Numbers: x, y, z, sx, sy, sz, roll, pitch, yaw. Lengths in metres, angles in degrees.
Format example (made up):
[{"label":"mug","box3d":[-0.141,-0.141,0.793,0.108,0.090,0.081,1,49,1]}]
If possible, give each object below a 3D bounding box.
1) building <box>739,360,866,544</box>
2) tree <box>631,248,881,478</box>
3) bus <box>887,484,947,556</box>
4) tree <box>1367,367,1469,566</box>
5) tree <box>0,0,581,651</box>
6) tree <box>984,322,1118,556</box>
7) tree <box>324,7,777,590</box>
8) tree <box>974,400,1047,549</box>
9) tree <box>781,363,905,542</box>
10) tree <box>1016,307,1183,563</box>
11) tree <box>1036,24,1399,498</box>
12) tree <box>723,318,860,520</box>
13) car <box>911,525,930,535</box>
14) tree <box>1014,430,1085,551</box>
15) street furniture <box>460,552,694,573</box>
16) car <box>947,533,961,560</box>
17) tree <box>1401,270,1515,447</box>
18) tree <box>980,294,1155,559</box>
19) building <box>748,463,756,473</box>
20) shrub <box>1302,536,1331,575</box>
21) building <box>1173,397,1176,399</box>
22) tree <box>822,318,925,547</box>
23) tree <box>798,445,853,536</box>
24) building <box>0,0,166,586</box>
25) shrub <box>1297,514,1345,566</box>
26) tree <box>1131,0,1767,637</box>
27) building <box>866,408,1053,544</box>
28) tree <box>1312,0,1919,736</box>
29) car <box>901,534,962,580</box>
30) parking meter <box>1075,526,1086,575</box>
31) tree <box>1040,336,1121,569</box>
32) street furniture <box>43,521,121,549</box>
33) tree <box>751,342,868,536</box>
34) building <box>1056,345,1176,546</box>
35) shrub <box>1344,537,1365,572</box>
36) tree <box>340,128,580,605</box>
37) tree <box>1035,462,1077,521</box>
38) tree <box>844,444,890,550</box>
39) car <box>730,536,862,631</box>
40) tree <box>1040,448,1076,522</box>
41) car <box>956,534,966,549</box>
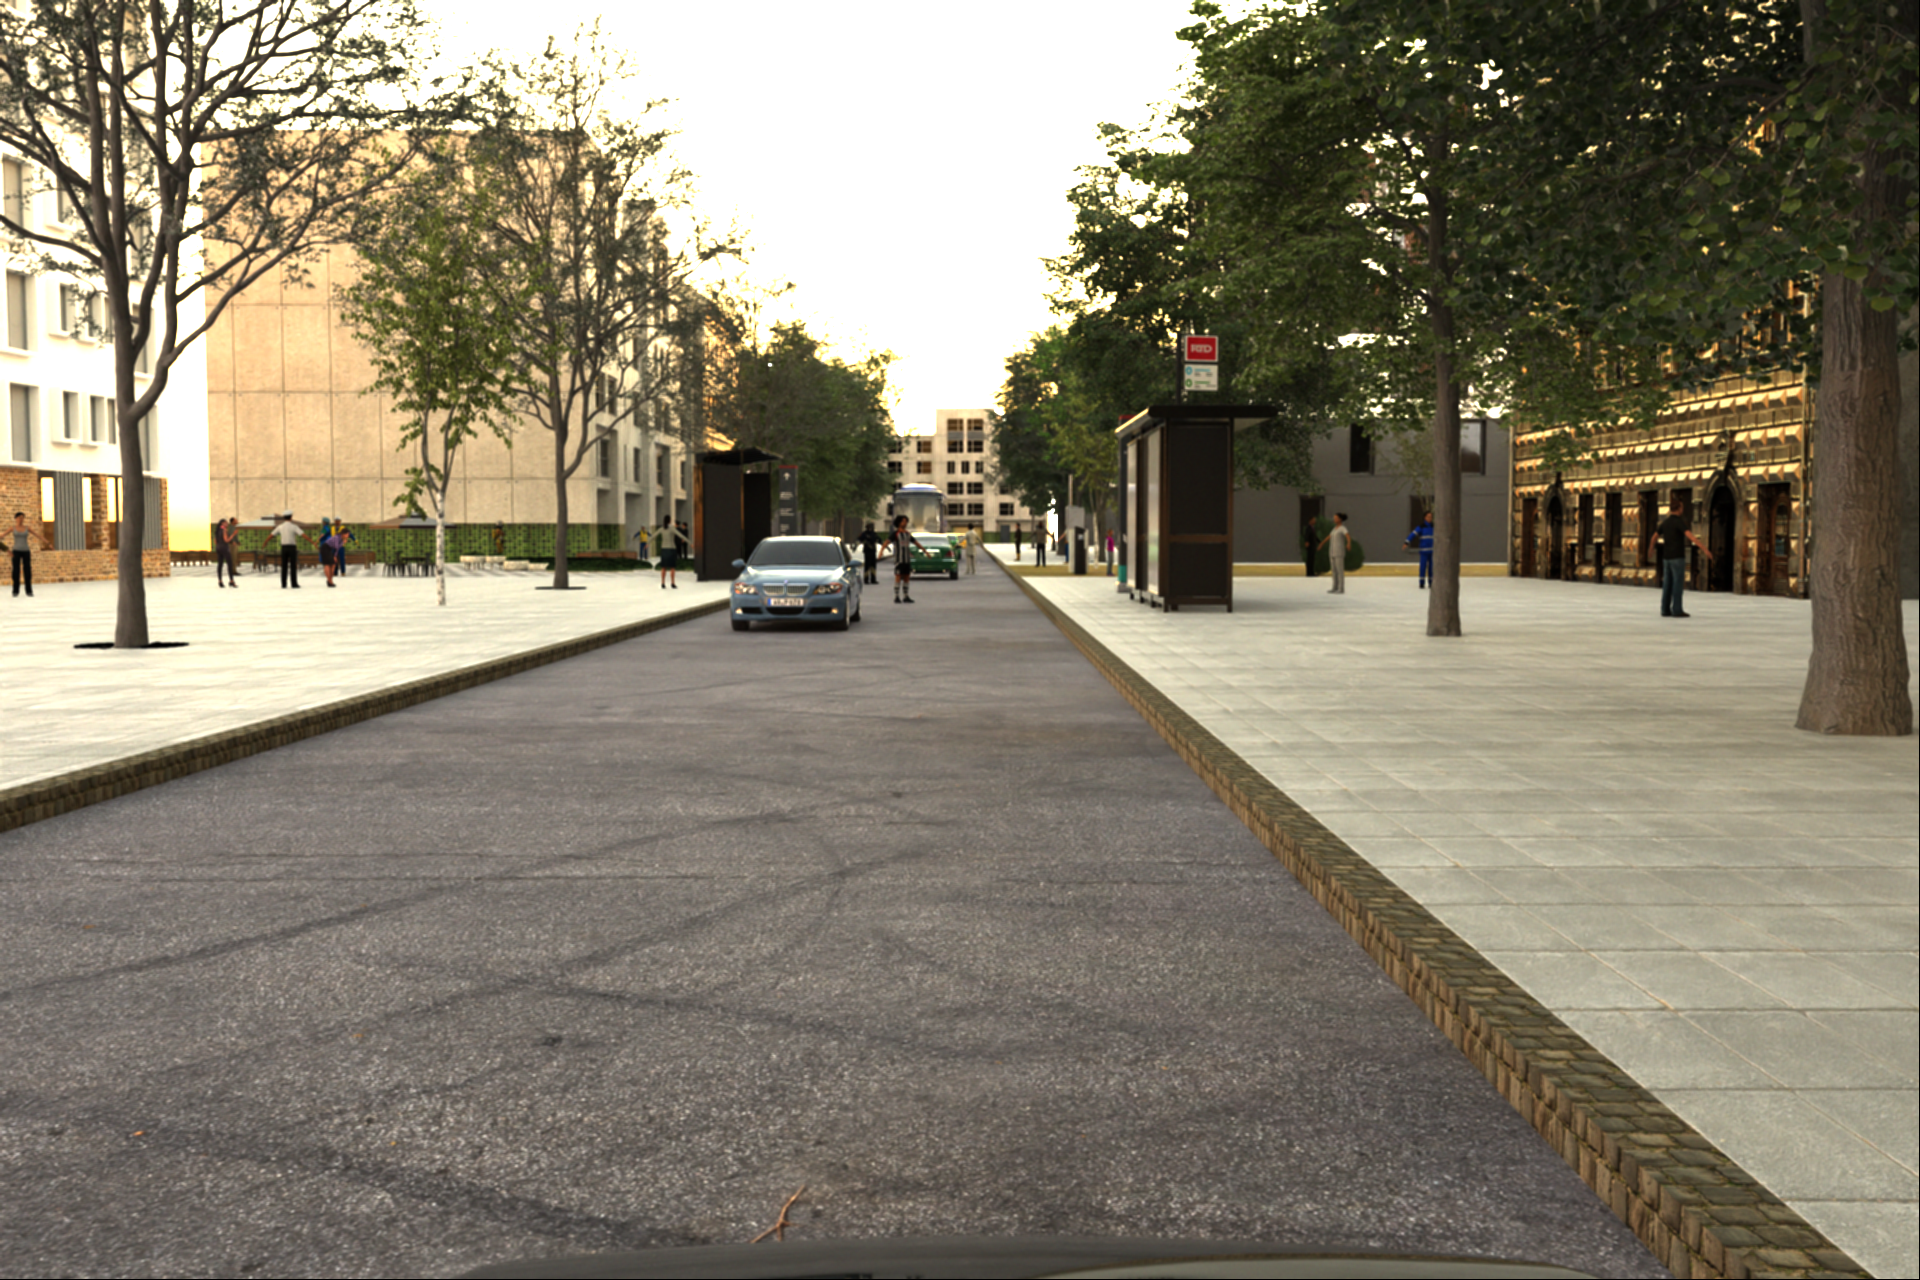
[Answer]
[{"label":"building","box3d":[-26.643,-22.997,219.983,27.936,21.610,32.646,0,4,0]},{"label":"tree","box3d":[-8.578,-9.994,73.772,12.009,13.543,11.850,0,3,0]},{"label":"bus","box3d":[-2.027,-5.995,89.563,2.896,3.916,12.251,0,4,0]},{"label":"tree","box3d":[19.319,-7.342,70.396,4.360,8.622,3.978,0,3,0]},{"label":"tree","box3d":[-9.228,-6.658,19.220,12.009,13.543,11.850,0,3,0]},{"label":"tree","box3d":[6.168,-12.036,103.437,9.857,13.997,8.962,0,3,0]},{"label":"tree","box3d":[-9.146,-7.926,39.968,12.009,13.543,11.850,0,3,0]},{"label":"tree","box3d":[6.260,-14.616,149.333,12.009,13.543,11.850,0,3,0]},{"label":"tree","box3d":[-8.747,-13.440,126.394,9.857,13.997,8.962,0,3,0]},{"label":"tree","box3d":[6.385,-9.305,77.888,9.928,11.665,9.643,0,3,0]},{"label":"tree","box3d":[6.714,-8.483,45.349,9.857,13.997,8.962,0,3,0]},{"label":"tree","box3d":[-9.097,-10.561,90.807,7.486,12.596,7.792,0,3,0]},{"label":"car","box3d":[-1.635,-3.725,69.701,1.959,1.807,4.718,0,4,1]},{"label":"tree","box3d":[7.198,-12.473,129.683,9.928,11.665,9.643,0,3,0]},{"label":"street furniture","box3d":[-13.042,-2.785,61.165,10.072,0.657,5.734,3,4,37]},{"label":"car","box3d":[-0.848,-5.487,98.504,1.959,1.807,4.718,0,4,-1]},{"label":"tree","box3d":[20.640,-9.198,60.755,12.009,13.543,11.850,0,3,0]},{"label":"tree","box3d":[6.145,-10.901,88.594,12.009,13.543,11.850,0,3,0]},{"label":"building","box3d":[-25.794,-14.838,184.743,9.099,9.664,28.070,0,4,0]},{"label":"shrub","box3d":[11.254,-2.642,54.317,1.383,1.207,1.383,0,3,0]},{"label":"building","box3d":[25.137,-20.042,184.101,16.016,20.090,11.380,0,4,0]},{"label":"tree","box3d":[-9.357,-18.282,154.801,12.611,20.169,13.585,0,3,0]},{"label":"tree","box3d":[-8.995,-9.863,111.618,4.737,8.622,4.395,0,3,0]},{"label":"building","box3d":[-28.597,-11.136,38.501,16.016,20.090,11.380,0,4,-1]},{"label":"shrub","box3d":[12.847,-3.499,61.620,1.690,2.028,1.600,0,3,0]},{"label":"tree","box3d":[5.865,-6.345,21.868,7.486,12.596,7.792,0,3,0]},{"label":"building","box3d":[-2.374,-23.263,249.261,31.486,18.905,16.747,0,4,7]},{"label":"tree","box3d":[5.872,-6.368,10.778,9.857,13.997,8.962,0,3,0]},{"label":"car","box3d":[-0.980,-2.680,55.621,2.131,1.459,4.920,0,4,-1]},{"label":"parking meter","box3d":[3.823,-2.846,54.950,0.372,1.533,0.369,0,3,0]},{"label":"tree","box3d":[5.015,-6.926,63.607,4.737,8.622,4.395,0,3,0]},{"label":"street furniture","box3d":[-32.447,-3.100,57.538,11.010,1.723,9.812,3,5,40]},{"label":"tree","box3d":[-9.187,-11.172,100.783,7.486,12.596,7.792,0,3,0]},{"label":"building","box3d":[25.139,-22.001,203.692,27.936,21.610,32.646,0,4,0]},{"label":"shrub","box3d":[13.346,-2.942,59.210,1.383,1.207,1.383,0,3,0]},{"label":"tree","box3d":[-9.231,-4.940,31.128,4.737,8.622,4.395,0,3,0]},{"label":"tree","box3d":[6.556,-10.107,115.609,4.360,8.622,3.978,0,3,0]},{"label":"tree","box3d":[-9.249,-12.711,142.238,7.601,10.594,8.767,-2,4,-27]},{"label":"car","box3d":[-2.507,-0.931,27.228,2.014,1.417,4.499,0,4,0]},{"label":"tree","box3d":[7.178,-10.502,122.066,4.737,8.622,4.395,0,3,0]},{"label":"car","box3d":[0.189,-8.541,149.862,2.015,1.641,3.980,0,4,0]}]
